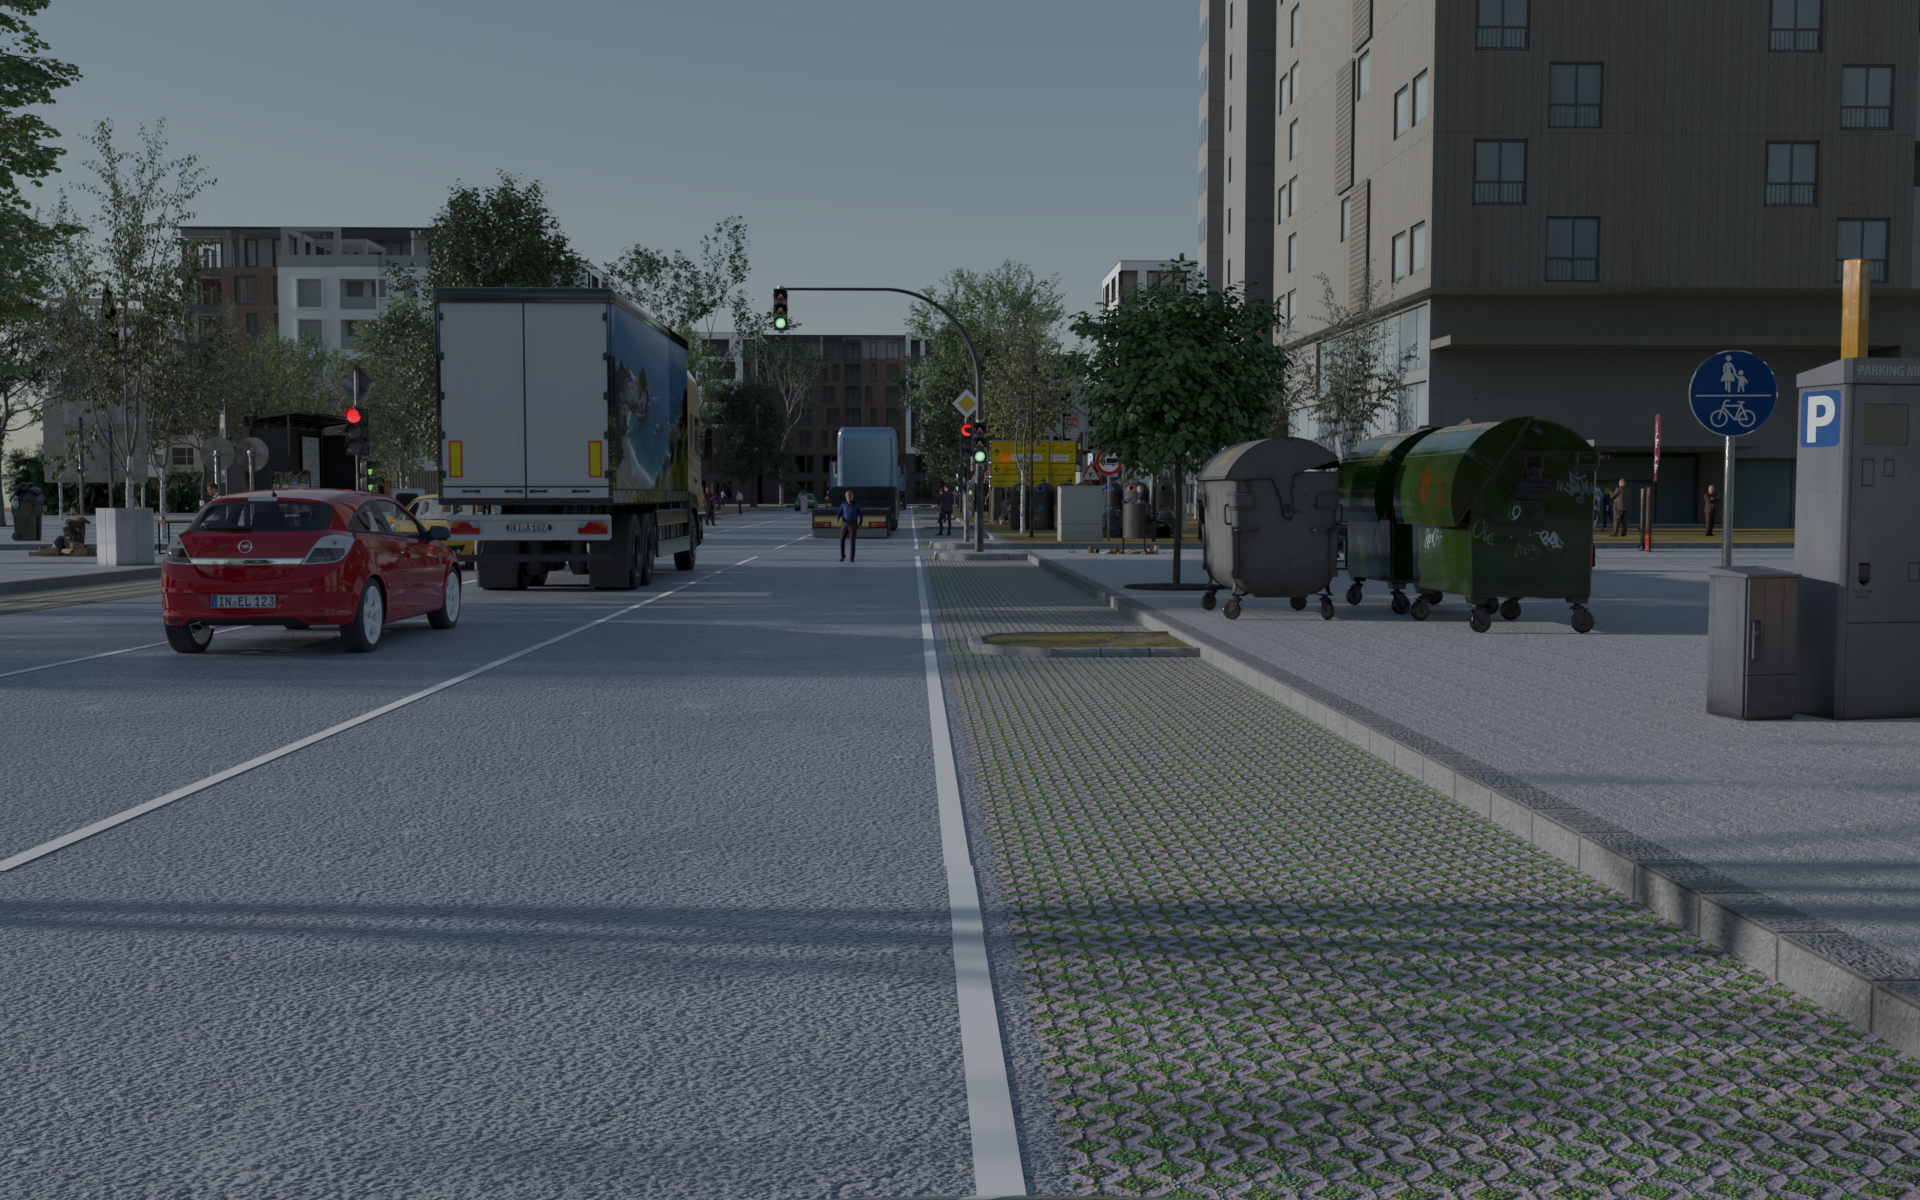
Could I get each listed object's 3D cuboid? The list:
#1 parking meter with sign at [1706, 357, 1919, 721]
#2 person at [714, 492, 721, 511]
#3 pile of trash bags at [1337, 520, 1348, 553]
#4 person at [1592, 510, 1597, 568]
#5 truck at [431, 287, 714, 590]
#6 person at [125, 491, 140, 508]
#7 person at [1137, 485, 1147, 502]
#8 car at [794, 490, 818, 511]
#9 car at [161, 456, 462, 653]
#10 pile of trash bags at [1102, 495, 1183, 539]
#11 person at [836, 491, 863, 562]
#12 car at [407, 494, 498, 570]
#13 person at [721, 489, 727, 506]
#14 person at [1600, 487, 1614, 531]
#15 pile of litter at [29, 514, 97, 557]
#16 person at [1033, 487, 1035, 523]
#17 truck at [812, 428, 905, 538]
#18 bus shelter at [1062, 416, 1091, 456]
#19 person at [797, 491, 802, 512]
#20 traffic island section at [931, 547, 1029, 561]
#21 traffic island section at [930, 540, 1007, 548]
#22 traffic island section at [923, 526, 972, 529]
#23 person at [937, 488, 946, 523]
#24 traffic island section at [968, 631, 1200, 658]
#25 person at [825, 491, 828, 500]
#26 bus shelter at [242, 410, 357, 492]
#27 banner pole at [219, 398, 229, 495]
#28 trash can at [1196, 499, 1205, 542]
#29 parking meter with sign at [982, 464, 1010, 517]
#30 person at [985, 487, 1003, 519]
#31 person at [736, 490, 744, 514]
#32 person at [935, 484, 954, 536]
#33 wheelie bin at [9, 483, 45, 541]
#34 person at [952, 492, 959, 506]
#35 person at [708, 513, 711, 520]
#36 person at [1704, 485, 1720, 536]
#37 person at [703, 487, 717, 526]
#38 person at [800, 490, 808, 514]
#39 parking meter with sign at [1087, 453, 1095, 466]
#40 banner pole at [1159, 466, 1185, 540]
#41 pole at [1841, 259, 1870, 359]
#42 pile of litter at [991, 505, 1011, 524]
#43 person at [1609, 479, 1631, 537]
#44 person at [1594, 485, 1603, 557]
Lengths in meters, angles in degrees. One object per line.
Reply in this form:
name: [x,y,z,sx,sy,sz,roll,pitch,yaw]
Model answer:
parking meter with sign: [5.226,-0.841,10.007,1.738,3.016,0.543,-1,4,-13]
person: [-18.570,-7.458,131.197,0.991,1.433,0.599,-2,4,-35]
pile of trash bags: [9.739,-1.746,38.299,3.447,1.369,1.912,-3,5,-39]
person: [10.278,-1.229,28.611,0.523,1.526,0.387,-2,4,-27]
truck: [-6.079,-2.460,29.138,2.839,4.237,11.283,0,4,-2]
person: [-19.333,-1.807,40.520,0.387,1.526,0.523,0,4,6]
person: [5.627,-2.771,53.565,0.569,1.553,0.471,-2,4,-33]
car: [-13.126,-8.506,147.870,1.959,1.807,4.718,0,4,0]
car: [-6.246,-0.494,17.120,2.155,1.783,4.494,0,4,-2]
pile of trash bags: [4.762,-2.475,50.217,3.447,1.369,1.912,-3,5,-41]
person: [-2.408,-1.547,36.487,0.574,1.496,0.600,2,4,35]
car: [-10.033,-1.449,33.909,2.015,1.641,3.980,0,4,-3]
person: [-25.889,-11.220,189.476,0.705,1.826,1.348,-2,4,-35]
person: [22.733,-3.182,60.616,0.613,1.512,0.480,1,4,23]
pile of litter: [-18.473,-1.338,35.834,1.719,0.858,1.176,2,4,31]
person: [3.261,-4.322,76.831,0.598,1.807,0.434,-2,4,-24]
truck: [-3.650,-4.554,64.214,2.967,4.110,18.799,0,4,-1]
bus shelter: [5.131,-6.693,87.058,2.179,5.291,8.768,0,4,-2]
person: [-13.039,-8.119,142.185,0.756,1.711,0.436,-1,4,-20]
traffic island section: [0.436,-0.990,38.462,2.009,0.180,2.903,0,4,-2]
traffic island section: [0.203,-1.478,46.444,2.009,0.180,2.903,0,4,-2]
traffic island section: [-0.517,-2.950,71.098,1.991,0.108,1.994,0,4,-2]
person: [-0.767,-4.666,85.599,0.742,1.727,0.445,-2,4,-30]
traffic island section: [1.078,0.416,16.070,1.991,0.108,1.994,0,4,-2]
person: [-14.733,-11.316,193.611,0.705,1.812,1.348,1,4,21]
bus shelter: [-19.451,-3.701,51.795,1.731,3.624,6.357,0,4,-2]
banner pole: [-19.280,-3.389,45.423,0.401,3.779,0.863,-3,4,-37]
trash can: [6.654,-2.112,46.181,0.748,1.137,0.748,0,3,0]
parking meter with sign: [2.001,-6.290,99.105,1.738,3.016,0.543,2,4,26]
person: [1.757,-5.076,89.588,0.990,1.755,0.434,1,4,18]
person: [-15.466,-6.832,121.139,0.436,1.711,0.756,3,5,41]
person: [-0.560,-3.096,59.561,0.683,1.767,0.568,-3,5,-43]
wheelie bin: [-25.592,-2.426,47.578,0.693,1.594,0.980,0,4,1]
person: [-0.502,-9.123,156.143,0.756,1.711,0.436,1,4,11]
person: [-13.993,-5.328,96.316,0.576,1.737,0.504,2,4,33]
person: [23.037,-2.735,53.037,0.482,1.546,0.388,0,4,1]
person: [-11.335,-4.246,78.613,0.600,1.739,0.565,2,4,26]
person: [-10.957,-6.871,121.509,0.551,1.740,0.621,-3,4,-36]
parking meter with sign: [4.784,-4.692,72.968,1.738,3.016,0.543,-1,4,-23]
banner pole: [5.870,-3.554,48.124,0.863,3.779,0.401,-1,4,-23]
pole: [7.807,-1.304,15.171,0.158,3.312,0.155,0,3,0]
pile of litter: [2.150,-3.646,73.569,1.719,0.858,1.176,3,5,41]
person: [19.874,-2.782,52.220,0.600,1.739,0.565,3,5,41]
person: [12.736,-1.740,35.210,0.841,1.734,0.376,-1,4,-8]
